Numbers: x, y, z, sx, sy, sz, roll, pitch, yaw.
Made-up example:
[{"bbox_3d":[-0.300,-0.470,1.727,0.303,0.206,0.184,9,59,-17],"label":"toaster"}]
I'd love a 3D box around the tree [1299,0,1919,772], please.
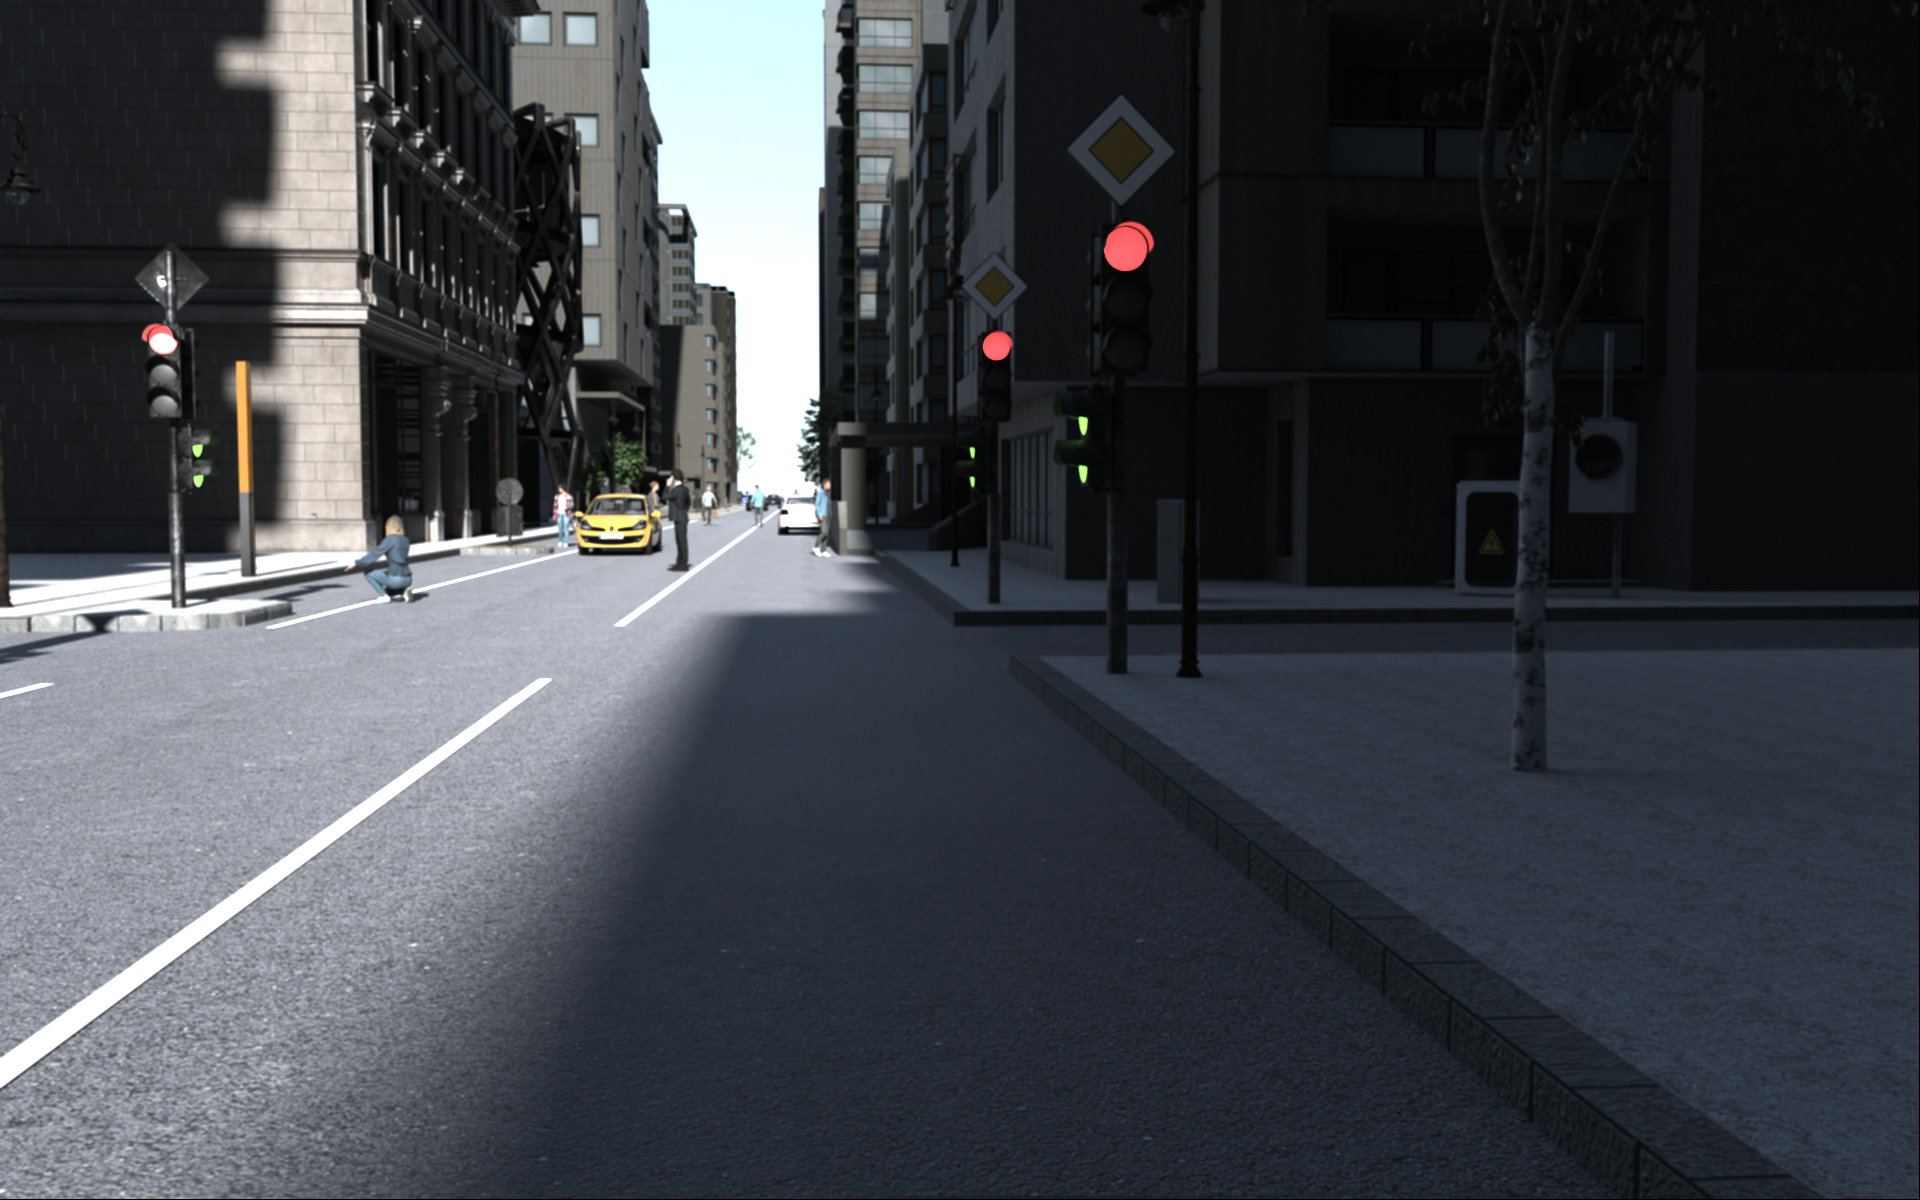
[{"bbox_3d":[2.884,-3.515,7.832,4.360,8.622,3.978,0,3,0],"label":"tree"}]

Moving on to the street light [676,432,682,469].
[{"bbox_3d":[-20.832,-9.512,128.308,0.468,5.910,1.993,0,4,-5],"label":"street light"}]

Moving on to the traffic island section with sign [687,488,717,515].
[{"bbox_3d":[-17.923,-6.733,118.718,1.989,1.847,2.006,0,4,-5],"label":"traffic island section with sign"}]

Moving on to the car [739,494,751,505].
[{"bbox_3d":[-26.742,-12.698,217.205,1.945,1.707,3.694,0,4,-3],"label":"car"}]

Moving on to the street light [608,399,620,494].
[{"bbox_3d":[-16.741,-6.796,83.900,0.468,5.910,1.993,0,4,-5],"label":"street light"}]

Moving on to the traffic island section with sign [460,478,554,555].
[{"bbox_3d":[-10.865,-2.024,41.717,1.989,1.847,2.006,0,4,-5],"label":"traffic island section with sign"}]

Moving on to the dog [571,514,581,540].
[{"bbox_3d":[-11.867,-2.298,54.405,0.800,0.831,0.513,1,4,18],"label":"dog"}]

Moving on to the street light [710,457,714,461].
[{"bbox_3d":[-25.486,-12.582,178.506,0.468,5.910,1.993,0,4,-5],"label":"street light"}]

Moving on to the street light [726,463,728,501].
[{"bbox_3d":[-28.434,-14.595,211.423,0.468,5.910,1.993,0,4,-5],"label":"street light"}]

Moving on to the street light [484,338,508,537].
[{"bbox_3d":[-13.782,-4.819,51.581,0.468,5.910,1.993,0,4,-5],"label":"street light"}]

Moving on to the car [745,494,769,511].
[{"bbox_3d":[-17.230,-8.402,147.154,2.009,1.686,4.222,0,4,-4],"label":"car"}]

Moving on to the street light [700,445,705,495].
[{"bbox_3d":[-23.784,-11.476,160.413,0.468,5.910,1.993,0,4,-5],"label":"street light"}]

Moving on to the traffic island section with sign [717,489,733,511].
[{"bbox_3d":[-20.380,-8.375,145.561,1.989,1.847,2.006,0,4,-5],"label":"traffic island section with sign"}]

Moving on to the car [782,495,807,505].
[{"bbox_3d":[-10.060,-5.843,107.892,2.083,1.381,4.827,0,4,-4],"label":"car"}]

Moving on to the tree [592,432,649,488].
[{"bbox_3d":[-17.978,-6.570,91.133,4.285,4.588,4.351,0,3,0],"label":"tree"}]

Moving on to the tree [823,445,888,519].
[{"bbox_3d":[-5.370,-6.407,88.467,4.285,4.588,4.351,0,3,0],"label":"tree"}]

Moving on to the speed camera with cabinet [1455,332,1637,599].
[{"bbox_3d":[7.240,-1.657,21.434,2.038,3.252,0.660,2,4,32],"label":"speed camera with cabinet"}]

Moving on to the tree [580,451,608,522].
[{"bbox_3d":[-16.727,-5.122,78.350,1.663,3.219,1.824,0,3,0],"label":"tree"}]

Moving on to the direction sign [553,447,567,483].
[{"bbox_3d":[-19.098,-5.561,82.914,0.876,3.537,0.379,1,4,20],"label":"direction sign"}]

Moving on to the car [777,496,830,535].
[{"bbox_3d":[-5.557,-3.053,62.283,2.083,1.381,4.827,0,4,-4],"label":"car"}]

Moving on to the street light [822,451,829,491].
[{"bbox_3d":[-14.608,-13.248,189.386,0.468,5.910,1.993,0,4,-5],"label":"street light"}]

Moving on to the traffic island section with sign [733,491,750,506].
[{"bbox_3d":[-25.493,-11.790,201.396,1.989,1.847,2.006,0,4,-5],"label":"traffic island section with sign"}]

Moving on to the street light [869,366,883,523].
[{"bbox_3d":[-3.017,-5.499,62.692,0.468,5.910,1.993,0,4,-5],"label":"street light"}]

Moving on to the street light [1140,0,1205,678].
[{"bbox_3d":[1.611,-2.398,11.998,0.468,5.910,1.993,0,4,-5],"label":"street light"}]

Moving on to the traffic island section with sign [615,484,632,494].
[{"bbox_3d":[-13.350,-3.684,68.857,1.989,1.847,2.006,0,4,-5],"label":"traffic island section with sign"}]

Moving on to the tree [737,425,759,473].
[{"bbox_3d":[-32.942,-19.892,250.986,9.928,11.665,9.643,0,3,0],"label":"tree"}]

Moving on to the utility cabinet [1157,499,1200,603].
[{"bbox_3d":[2.633,-0.589,20.788,0.306,1.237,1.020,1,4,21],"label":"utility cabinet"}]

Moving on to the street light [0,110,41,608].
[{"bbox_3d":[-10.843,-2.855,19.475,0.468,5.910,1.993,0,4,-5],"label":"street light"}]

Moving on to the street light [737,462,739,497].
[{"bbox_3d":[-31.299,-16.560,243.536,0.468,5.910,1.993,0,4,-5],"label":"street light"}]

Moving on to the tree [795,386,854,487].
[{"bbox_3d":[-13.315,-16.100,181.367,7.486,12.596,7.792,0,3,0],"label":"tree"}]

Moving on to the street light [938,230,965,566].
[{"bbox_3d":[-0.091,-3.535,30.585,0.468,5.910,1.993,0,4,-5],"label":"street light"}]

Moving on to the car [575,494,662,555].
[{"bbox_3d":[-8.206,-1.936,41.872,2.015,1.641,3.980,0,4,-5],"label":"car"}]

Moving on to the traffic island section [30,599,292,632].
[{"bbox_3d":[-8.834,0.167,19.548,2.009,0.180,2.903,0,4,-5],"label":"traffic island section"}]

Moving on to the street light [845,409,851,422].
[{"bbox_3d":[-5.988,-7.462,94.796,0.468,5.910,1.993,0,4,-5],"label":"street light"}]

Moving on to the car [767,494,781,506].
[{"bbox_3d":[-22.614,-12.244,209.980,2.009,1.686,4.222,0,4,-4],"label":"car"}]

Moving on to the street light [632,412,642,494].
[{"bbox_3d":[-17.917,-7.548,96.199,0.468,5.910,1.993,0,4,-5],"label":"street light"}]
